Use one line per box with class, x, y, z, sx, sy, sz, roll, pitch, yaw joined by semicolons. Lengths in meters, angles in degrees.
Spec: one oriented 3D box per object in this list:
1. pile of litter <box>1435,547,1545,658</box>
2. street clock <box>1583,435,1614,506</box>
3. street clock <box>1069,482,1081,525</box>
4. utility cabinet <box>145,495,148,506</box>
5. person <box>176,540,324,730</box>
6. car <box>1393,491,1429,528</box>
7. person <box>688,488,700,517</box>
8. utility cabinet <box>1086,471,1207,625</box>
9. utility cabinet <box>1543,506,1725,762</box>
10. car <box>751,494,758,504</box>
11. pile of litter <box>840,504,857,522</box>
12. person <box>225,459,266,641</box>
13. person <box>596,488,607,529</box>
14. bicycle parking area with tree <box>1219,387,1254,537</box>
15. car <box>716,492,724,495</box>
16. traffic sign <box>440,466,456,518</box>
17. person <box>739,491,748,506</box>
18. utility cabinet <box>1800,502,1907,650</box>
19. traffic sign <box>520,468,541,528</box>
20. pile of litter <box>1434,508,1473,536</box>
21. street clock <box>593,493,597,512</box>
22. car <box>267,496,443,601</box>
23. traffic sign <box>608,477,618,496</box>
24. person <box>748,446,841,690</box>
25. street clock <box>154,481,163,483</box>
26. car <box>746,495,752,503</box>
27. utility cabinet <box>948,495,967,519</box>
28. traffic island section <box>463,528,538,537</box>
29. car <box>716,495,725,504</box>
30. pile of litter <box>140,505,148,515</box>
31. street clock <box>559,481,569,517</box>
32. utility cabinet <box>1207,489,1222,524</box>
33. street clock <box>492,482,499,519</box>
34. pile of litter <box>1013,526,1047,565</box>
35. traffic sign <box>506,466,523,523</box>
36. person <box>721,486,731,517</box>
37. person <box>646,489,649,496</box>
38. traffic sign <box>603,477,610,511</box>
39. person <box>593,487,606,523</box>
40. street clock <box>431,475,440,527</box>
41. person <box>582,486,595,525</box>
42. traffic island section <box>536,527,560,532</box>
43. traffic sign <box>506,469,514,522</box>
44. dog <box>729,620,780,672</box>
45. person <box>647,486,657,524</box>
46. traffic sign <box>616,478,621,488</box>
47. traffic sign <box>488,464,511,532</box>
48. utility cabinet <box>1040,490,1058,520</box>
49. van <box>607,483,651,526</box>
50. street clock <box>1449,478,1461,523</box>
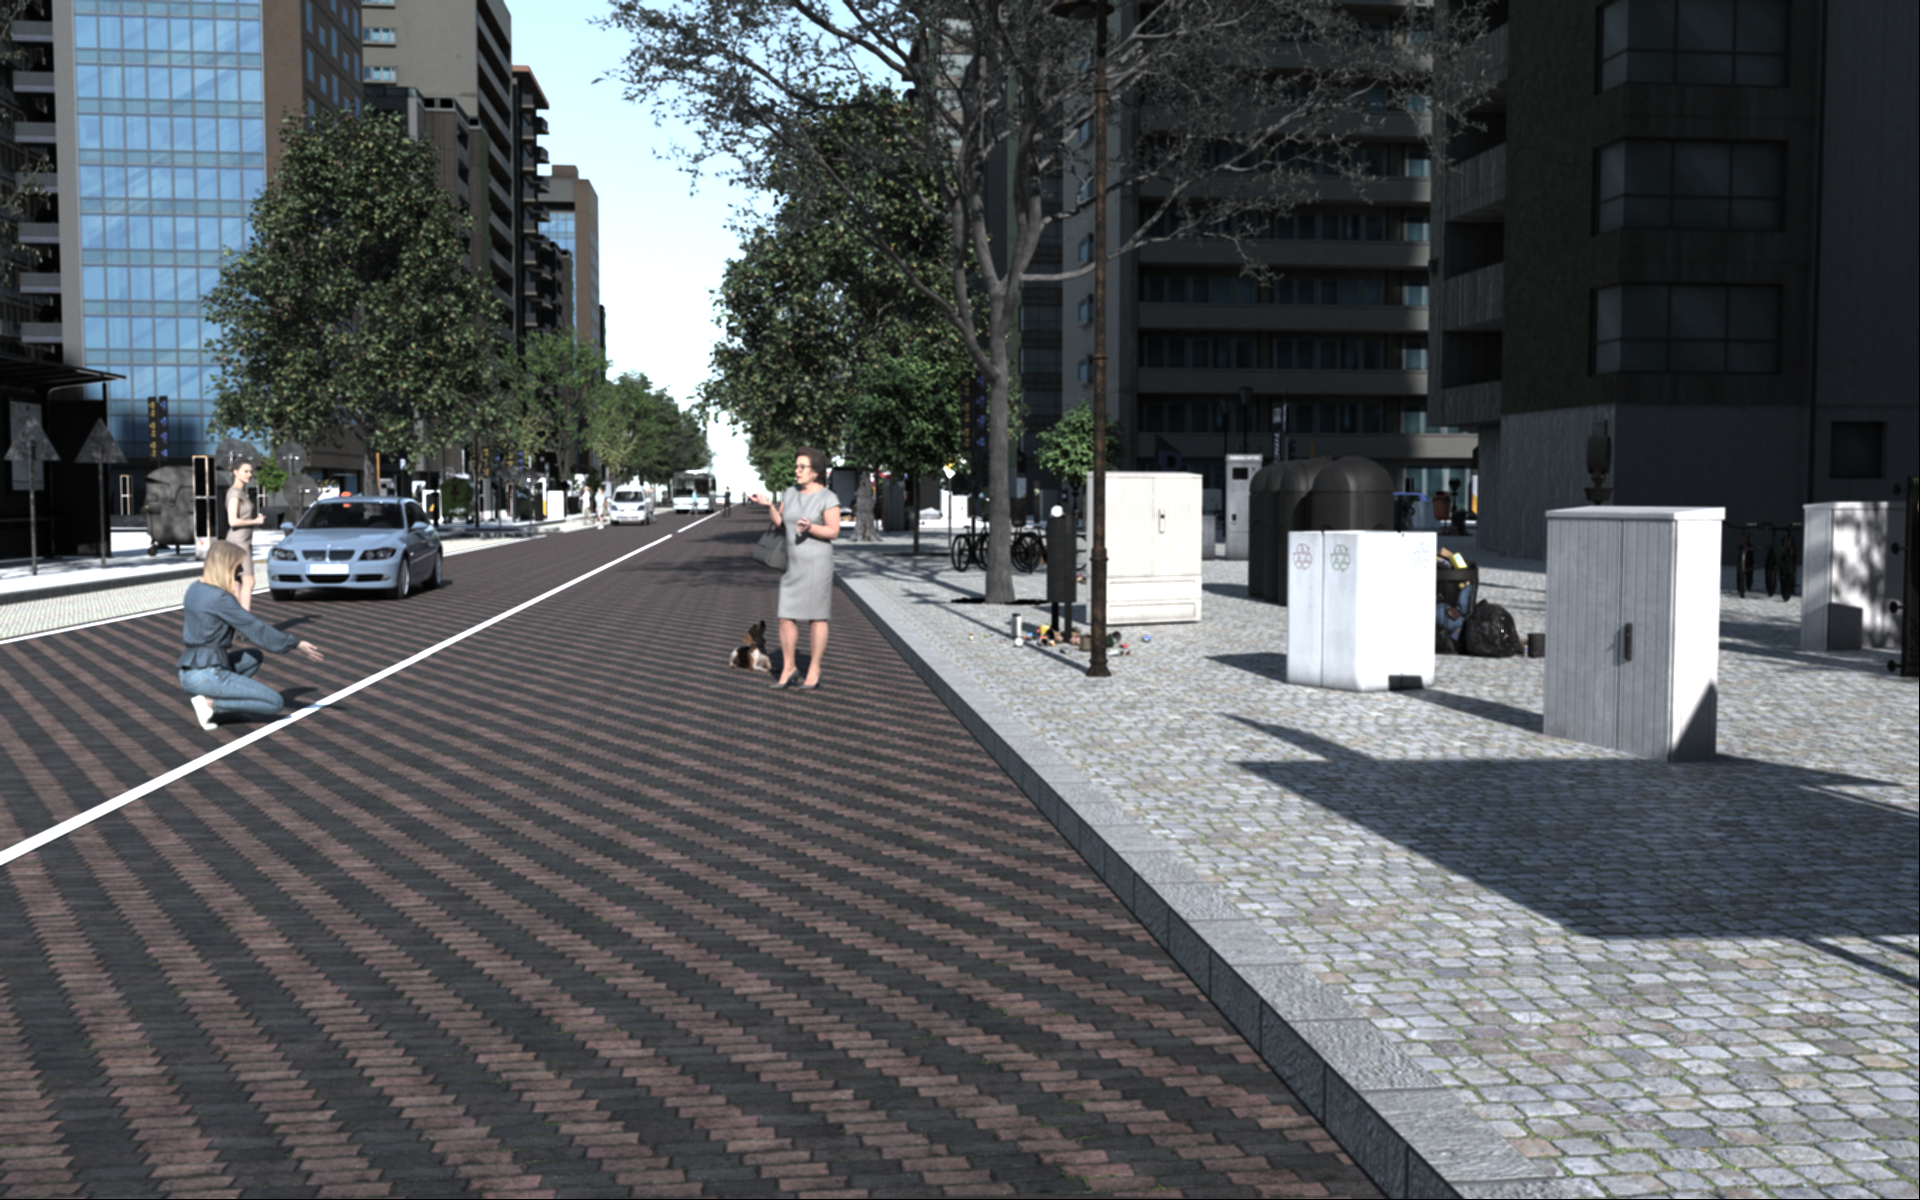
pile of litter;4.081;-0.012;14.158;1.176;0.858;1.719;-2;4;-35
street clock;7.902;-1.033;21.455;0.358;2.002;0.471;2;4;29
street clock;4.720;-4.059;70.939;0.471;2.002;0.358;-2;4;-25
utility cabinet;-40.305;-4.570;85.881;1.020;1.237;0.306;0;4;5
person;-4.545;0.193;10.840;0.738;1.151;1.012;-3;5;-42
car;16.379;-3.484;66.547;3.694;1.707;1.945;0;4;-7
person;-16.928;-6.225;110.148;0.748;1.841;0.638;0;4;7
utility cabinet;1.822;-0.510;17.024;1.173;1.500;0.318;-2;4;-28
utility cabinet;3.375;0.146;8.768;0.306;1.237;1.020;-1;4;-16
car;-28.497;-14.343;243.552;2.155;1.783;4.494;0;4;-7
pile of litter;-5.135;-4.113;81.213;1.176;0.858;1.719;1;4;22
person;-7.048;-0.505;17.096;0.374;1.781;0.599;-1;4;-18
person;-14.959;-3.833;72.177;0.522;1.701;0.512;-3;4;-39
bicycle parking area with tree;7.628;-3.797;49.089;9.016;4.147;8.231;1;4;16
car;-33.571;-14.245;242.692;2.009;1.686;4.222;0;4;-7
traffic sign;-23.290;-4.815;78.830;0.768;2.556;0.104;0;4;-4
person;-26.255;-12.360;210.596;1.348;1.823;0.705;2;4;24
utility cabinet;7.522;-0.206;14.524;1.020;1.237;0.306;-2;4;-25
traffic sign;-16.407;-3.824;66.159;0.795;2.450;0.064;0;4;-7
pile of litter;15.217;-2.419;53.514;1.176;0.858;1.719;0;4;5
street clock;-26.443;-7.386;125.328;0.471;2.002;0.358;2;4;29
car;-8.594;-0.790;24.911;2.014;1.417;4.499;0;4;-7
traffic sign;-26.225;-8.006;131.009;0.768;2.556;0.104;0;3;0
person;-1.242;-0.233;12.665;0.716;1.782;0.532;2;4;29
street clock;-31.957;-3.958;69.279;0.358;2.002;0.471;1;4;16
car;-35.243;-17.202;293.829;1.945;1.354;3.894;-1;4;-9
utility cabinet;-0.112;-4.716;88.265;1.020;1.237;0.306;-2;4;-33
traffic island section;-15.497;-2.202;58.288;2.009;0.180;2.903;0;4;-7
car;-31.858;-13.319;230.124;2.083;1.381;4.827;0;4;-6
pile of litter;-31.424;-3.234;66.845;1.719;0.858;1.176;0;4;3
street clock;-21.884;-5.577;95.761;0.471;2.002;0.358;-1;4;-20
utility cabinet;10.635;-3.992;73.943;1.173;1.500;0.318;-2;4;-33
street clock;-24.336;-5.281;90.909;0.471;2.002;0.358;-1;4;-12
pile of litter;1.548;-1.115;32.194;1.176;0.858;1.719;1;4;19
traffic sign;-19.924;-4.727;77.396;0.768;2.556;0.104;0;4;-6
person;-14.487;-6.090;107.436;0.648;1.900;0.474;3;5;45
person;-22.170;-7.005;123.207;0.728;1.800;0.709;3;4;38
traffic sign;-27.056;-8.107;132.659;0.768;2.556;0.104;0;4;0
person;-18.033;-4.747;86.599;0.515;1.767;0.782;-2;4;-33
street clock;-20.167;-3.794;66.601;0.358;2.002;0.471;-1;4;-21
person;-17.177;-4.357;79.967;0.641;1.798;0.478;0;4;7
traffic island section;-16.429;-2.687;66.218;2.009;0.180;2.903;0;4;-7
traffic sign;-20.541;-4.863;79.620;0.768;2.556;0.104;0;4;-1
dog;-1.652;0.363;14.263;0.550;0.427;0.748;1;4;12
person;-15.019;-4.607;83.922;0.767;1.812;0.694;-2;4;-29
traffic sign;-26.625;-8.203;134.217;0.768;2.556;0.104;0;4;3
traffic sign;-15.475;-3.339;58.229;0.795;2.450;0.064;0;4;-7
utility cabinet;4.294;-4.628;84.347;0.318;1.500;1.173;3;5;43
van;-15.248;-4.462;79.959;2.013;2.044;4.112;0;4;-8
street clock;21.999;-4.433;77.050;0.471;2.002;0.358;3;5;41
